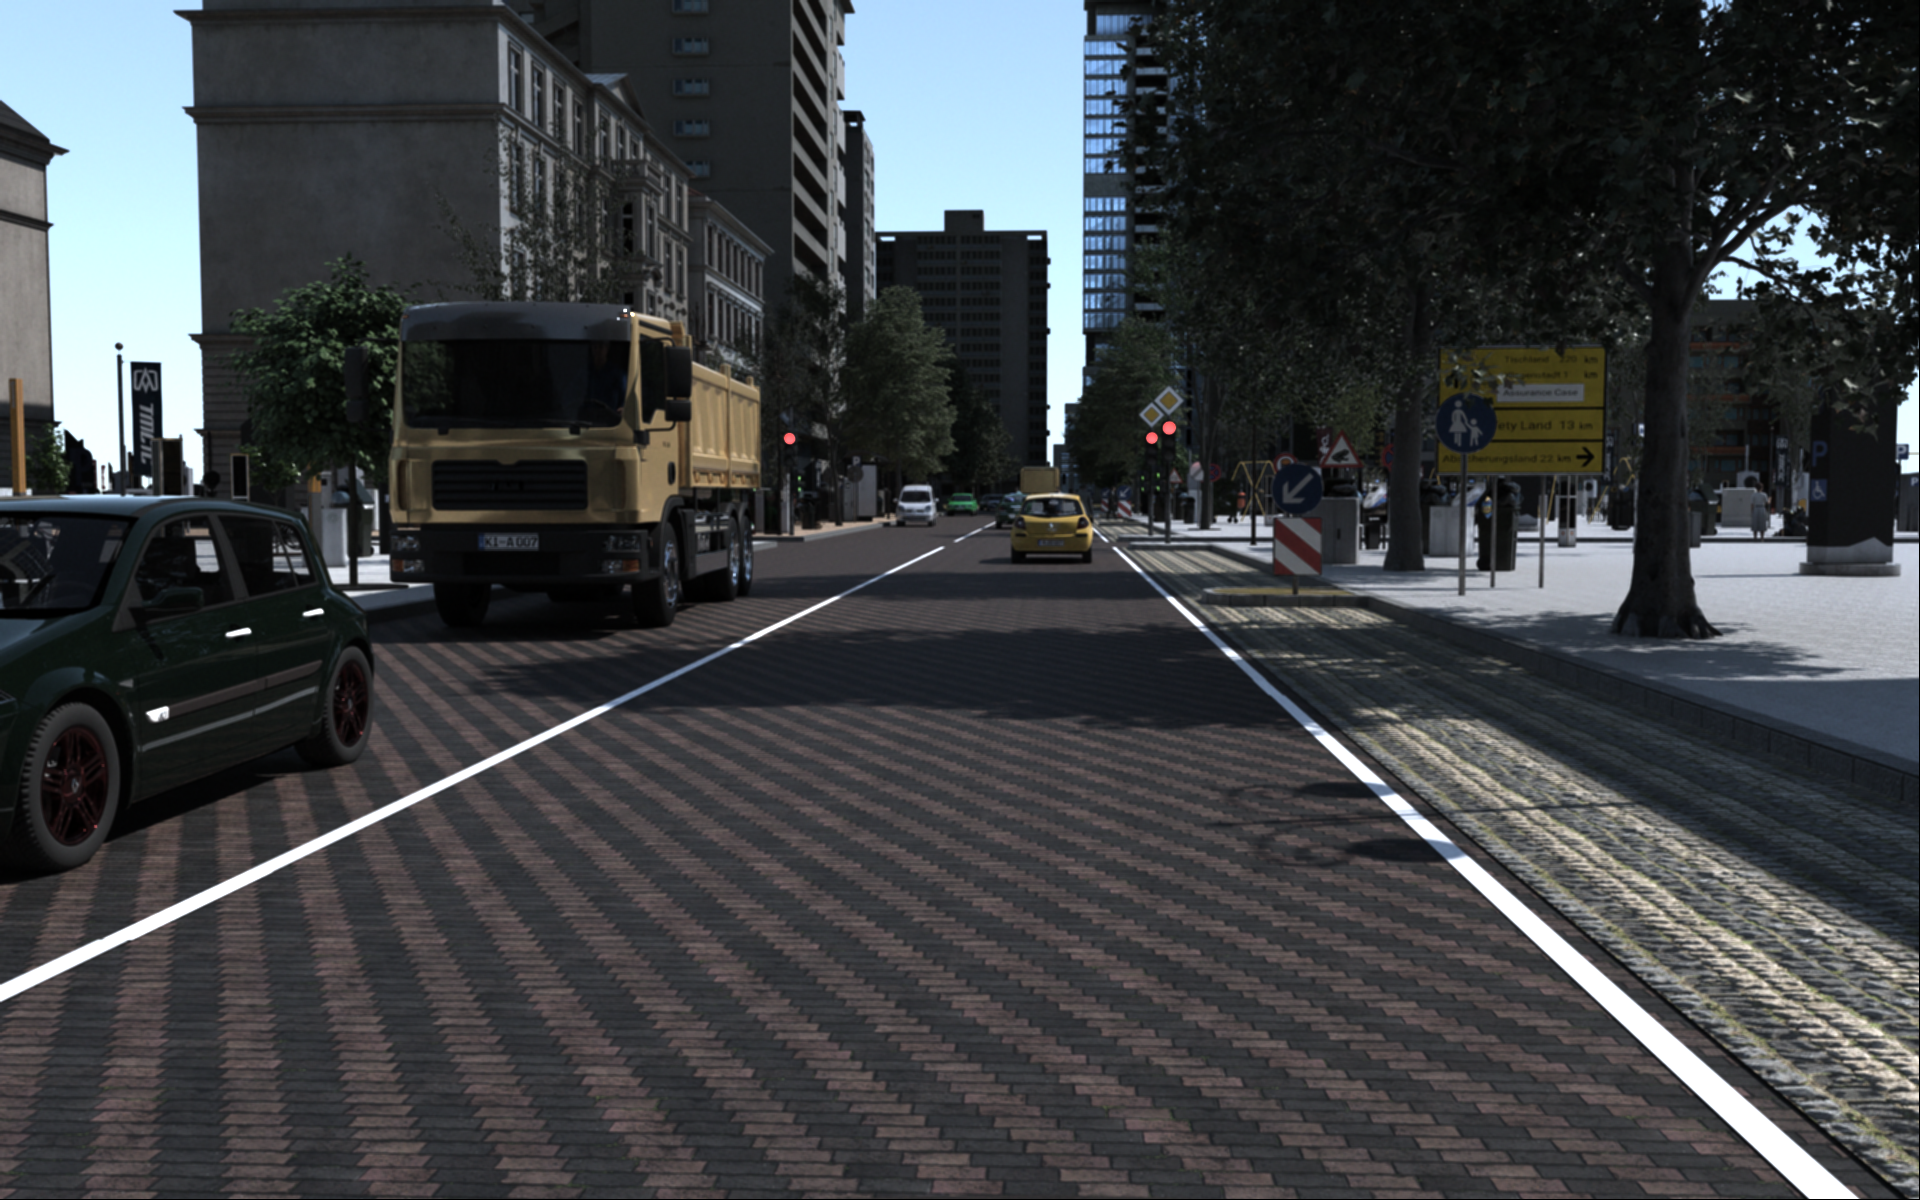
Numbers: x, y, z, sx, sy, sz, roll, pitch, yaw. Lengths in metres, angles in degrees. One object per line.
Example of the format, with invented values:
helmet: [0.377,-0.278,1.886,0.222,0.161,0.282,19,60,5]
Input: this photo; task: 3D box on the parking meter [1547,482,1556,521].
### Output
parking meter: [28.158,-4.694,82.457,0.255,1.863,0.399,0,4,-4]

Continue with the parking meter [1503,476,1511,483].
parking meter: [13.242,-2.235,42.248,0.255,1.863,0.399,3,5,39]

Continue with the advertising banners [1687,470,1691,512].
advertising banners: [51.741,-7.735,122.647,0.090,3.025,2.074,1,4,8]

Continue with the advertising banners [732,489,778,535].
advertising banners: [-6.705,-3.590,54.885,2.074,3.025,0.090,0,4,5]

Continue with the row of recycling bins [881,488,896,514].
row of recycling bins: [-4.422,-6.455,112.659,3.534,1.692,1.069,-1,4,-16]

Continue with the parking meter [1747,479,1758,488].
parking meter: [30.811,-3.774,67.409,0.399,1.863,0.255,-2,4,-35]

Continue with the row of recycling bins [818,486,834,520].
row of recycling bins: [-6.268,-4.904,87.289,1.069,1.692,3.534,1,4,17]

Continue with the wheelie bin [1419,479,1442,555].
wheelie bin: [10.000,-1.862,38.358,0.693,1.594,0.980,-2,4,-25]

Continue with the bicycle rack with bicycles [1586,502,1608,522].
bicycle rack with bicycles: [30.322,-4.095,80.337,2.852,0.926,2.925,1,4,17]

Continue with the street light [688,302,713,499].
street light: [-6.309,-4.217,41.736,0.468,5.910,1.993,0,4,3]

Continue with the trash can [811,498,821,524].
trash can: [-6.029,-3.634,71.063,0.748,1.137,0.748,0,3,0]

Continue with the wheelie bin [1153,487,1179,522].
wheelie bin: [9.226,-4.332,78.739,0.980,1.594,0.693,-2,4,-23]

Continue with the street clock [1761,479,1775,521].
street clock: [38.083,-4.725,81.823,0.471,2.002,0.358,2,4,31]

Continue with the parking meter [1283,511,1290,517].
parking meter: [16.092,-4.865,85.253,0.255,1.863,0.399,2,4,32]

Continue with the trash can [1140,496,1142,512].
trash can: [12.757,-6.817,123.109,0.748,1.137,0.748,0,3,0]

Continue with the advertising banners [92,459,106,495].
advertising banners: [-43.415,-5.626,88.178,0.090,3.025,2.074,3,4,37]

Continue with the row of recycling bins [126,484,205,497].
row of recycling bins: [-31.560,-3.779,68.903,1.069,1.692,3.534,2,4,32]

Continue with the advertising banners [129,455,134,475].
advertising banners: [-36.763,-5.045,78.674,0.090,3.025,2.074,2,4,29]

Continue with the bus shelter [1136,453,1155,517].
bus shelter: [11.278,-6.710,100.989,1.731,3.624,6.357,0,4,3]

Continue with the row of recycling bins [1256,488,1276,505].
row of recycling bins: [22.143,-6.942,120.615,3.534,1.692,1.069,0,4,7]

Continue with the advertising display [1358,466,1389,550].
advertising display: [9.531,-2.126,39.975,0.974,1.923,0.123,-3,4,-38]

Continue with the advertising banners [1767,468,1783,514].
advertising banners: [54.989,-7.473,118.377,2.074,3.025,0.090,0,4,-1]

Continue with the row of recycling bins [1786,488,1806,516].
row of recycling bins: [50.777,-5.833,102.485,3.534,1.692,1.069,3,5,41]

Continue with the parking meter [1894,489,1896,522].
parking meter: [36.915,-3.692,68.768,0.372,1.533,0.369,0,3,0]

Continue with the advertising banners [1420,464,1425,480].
advertising banners: [27.729,-6.450,101.649,2.074,3.025,0.090,3,5,40]

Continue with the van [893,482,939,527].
van: [-1.943,-4.302,77.351,2.013,2.044,4.112,0,4,1]

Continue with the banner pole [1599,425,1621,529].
banner pole: [23.674,-4.460,62.932,0.863,3.779,0.401,1,4,8]

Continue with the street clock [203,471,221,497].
street clock: [-23.349,-3.028,54.074,0.471,2.002,0.358,-3,5,-43]

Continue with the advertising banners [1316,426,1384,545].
advertising banners: [9.995,-2.956,44.521,0.090,3.025,2.074,-3,5,-44]

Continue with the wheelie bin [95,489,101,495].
wheelie bin: [-50.378,-5.682,100.811,0.980,1.594,0.693,1,4,10]

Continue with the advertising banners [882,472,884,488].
advertising banners: [-5.056,-7.330,116.030,0.090,3.025,2.074,-1,4,-9]

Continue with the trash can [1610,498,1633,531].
trash can: [23.349,-3.028,61.155,0.748,1.137,0.748,0,3,0]

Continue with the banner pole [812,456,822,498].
banner pole: [-9.490,-7.609,114.416,0.863,3.779,0.401,-2,4,-33]

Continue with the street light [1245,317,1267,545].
street light: [7.373,-4.315,43.345,0.468,5.910,1.993,0,4,3]

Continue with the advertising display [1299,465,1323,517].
advertising display: [7.899,-2.049,38.713,0.123,1.923,0.974,-2,4,-29]

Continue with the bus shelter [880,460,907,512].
bus shelter: [-4.539,-8.049,122.884,1.731,3.624,6.357,0,4,3]

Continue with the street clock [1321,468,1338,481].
street clock: [7.824,-1.964,36.689,0.358,2.002,0.471,2,4,30]

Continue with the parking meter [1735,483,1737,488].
parking meter: [41.635,-5.318,92.665,0.255,1.863,0.399,3,4,36]

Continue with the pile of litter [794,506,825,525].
pile of litter: [-6.461,-3.633,73.366,1.719,0.858,1.176,-2,4,-28]

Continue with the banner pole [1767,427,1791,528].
banner pole: [30.509,-4.567,64.694,0.863,3.779,0.401,0,4,5]

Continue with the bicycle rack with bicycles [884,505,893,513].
bicycle rack with bicycles: [-5.411,-5.773,107.777,2.852,0.926,2.925,-3,5,-40]

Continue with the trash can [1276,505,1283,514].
trash can: [20.834,-6.160,112.373,0.748,1.137,0.748,0,3,0]

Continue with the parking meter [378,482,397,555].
parking meter: [-12.167,-1.739,36.844,0.372,1.533,0.369,0,3,0]

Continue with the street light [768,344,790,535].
street light: [-5.606,-4.947,53.664,0.468,5.910,1.993,0,4,3]

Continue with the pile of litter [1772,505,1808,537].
pile of litter: [25.089,-2.330,52.064,1.176,0.858,1.719,-1,4,-13]

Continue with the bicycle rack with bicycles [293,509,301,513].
bicycle rack with bicycles: [-15.924,-1.653,40.417,2.925,0.926,2.852,-1,4,-10]

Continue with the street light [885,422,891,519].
street light: [-3.674,-7.089,88.699,0.468,5.910,1.993,0,4,3]

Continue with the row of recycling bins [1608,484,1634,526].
row of recycling bins: [27.209,-3.814,69.476,1.069,1.692,3.534,-1,4,-10]

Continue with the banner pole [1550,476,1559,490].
banner pole: [41.463,-7.934,119.743,0.863,3.779,0.401,-1,4,-18]

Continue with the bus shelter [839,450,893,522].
bus shelter: [-4.461,-5.432,82.741,2.014,3.302,5.546,0,4,3]

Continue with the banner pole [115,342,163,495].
banner pole: [-13.675,-2.372,28.802,0.863,3.779,0.401,-2,4,-29]

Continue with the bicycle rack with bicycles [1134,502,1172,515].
bicycle rack with bicycles: [12.284,-5.799,108.195,2.925,0.926,2.852,-1,4,-12]

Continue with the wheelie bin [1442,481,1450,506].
wheelie bin: [12.173,-2.153,43.114,0.693,1.594,0.980,0,4,-4]

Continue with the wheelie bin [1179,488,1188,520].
wheelie bin: [10.789,-4.717,85.025,0.980,1.594,0.693,3,4,36]

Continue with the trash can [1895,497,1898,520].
trash can: [47.888,-4.753,89.369,0.748,1.137,0.748,0,3,0]

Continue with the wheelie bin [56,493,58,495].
wheelie bin: [-47.755,-5.132,91.822,0.693,1.594,0.980,2,4,27]
